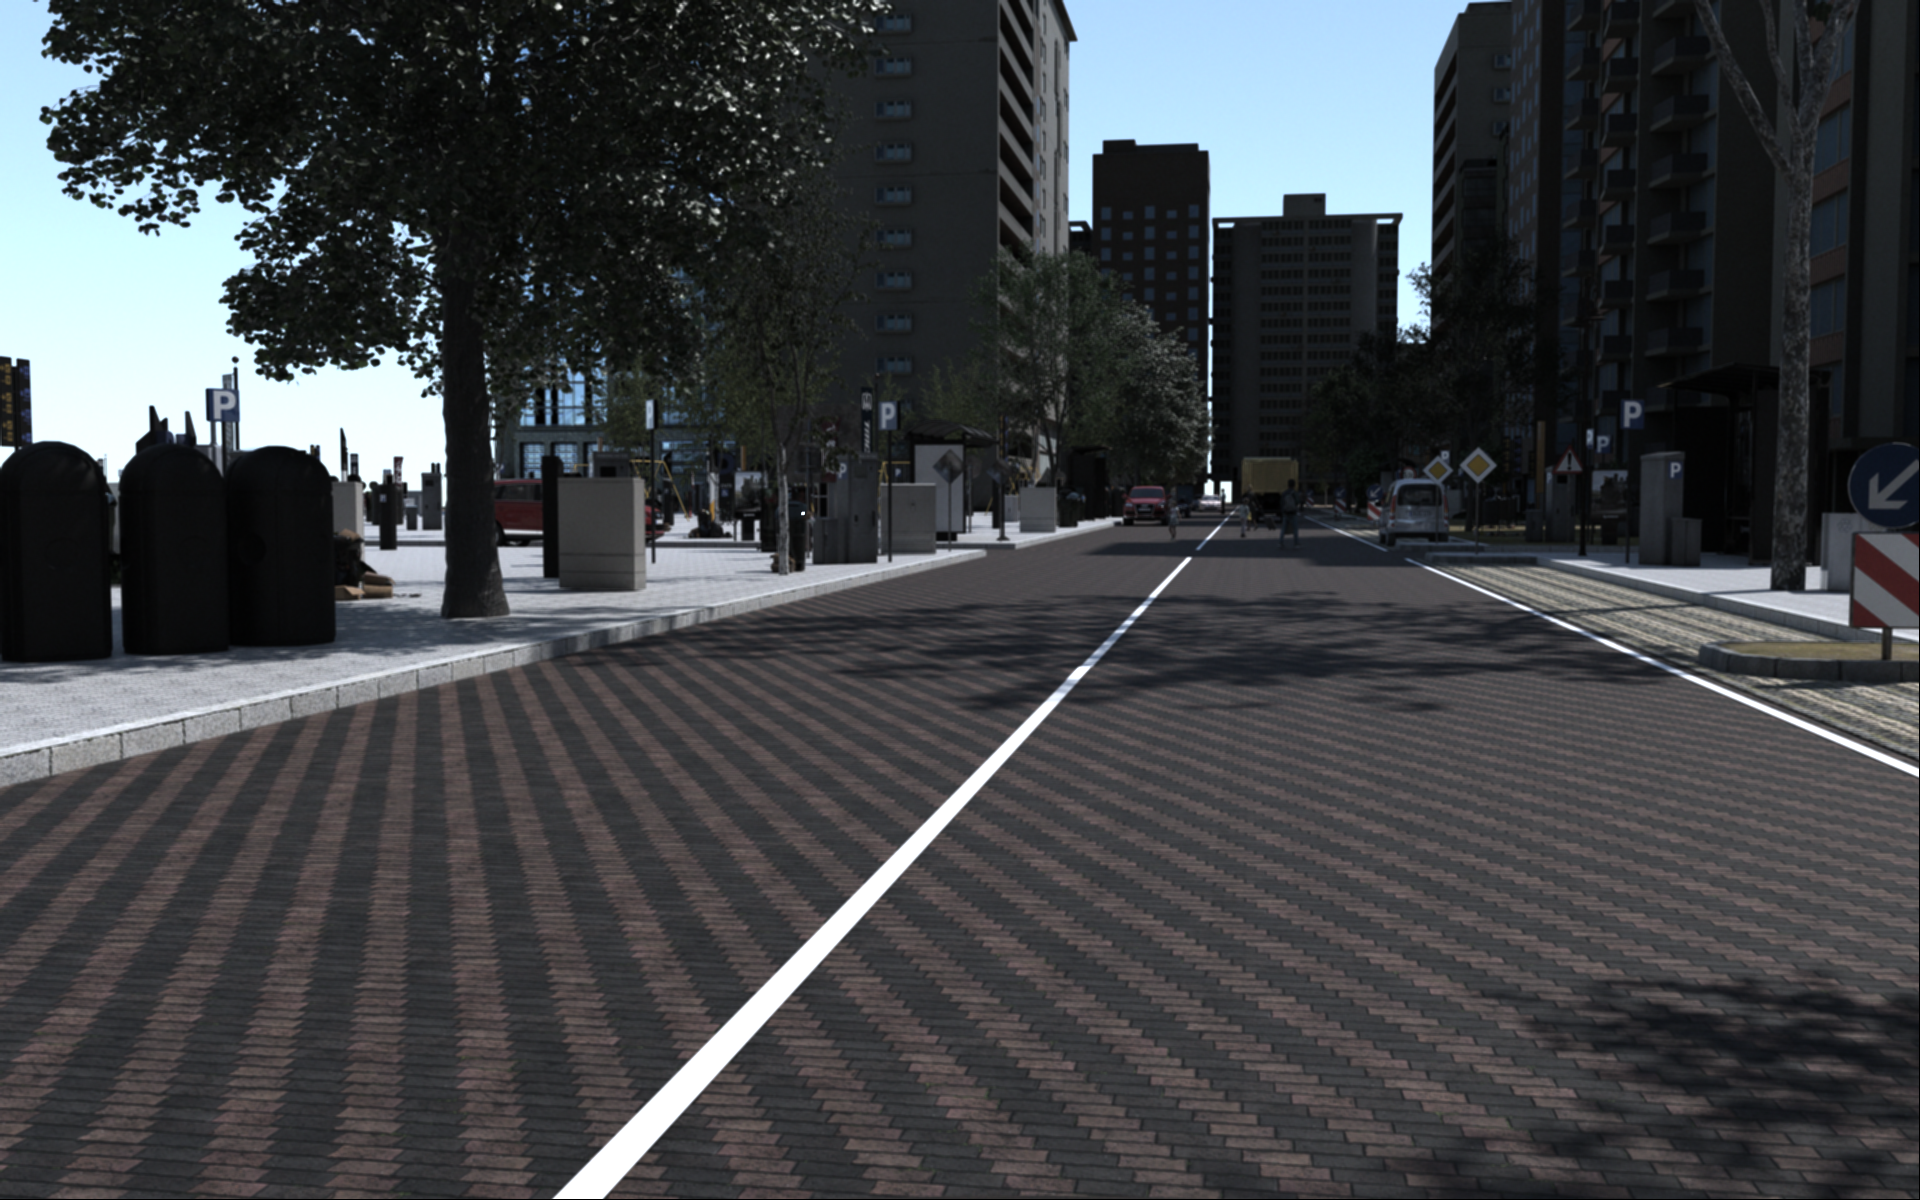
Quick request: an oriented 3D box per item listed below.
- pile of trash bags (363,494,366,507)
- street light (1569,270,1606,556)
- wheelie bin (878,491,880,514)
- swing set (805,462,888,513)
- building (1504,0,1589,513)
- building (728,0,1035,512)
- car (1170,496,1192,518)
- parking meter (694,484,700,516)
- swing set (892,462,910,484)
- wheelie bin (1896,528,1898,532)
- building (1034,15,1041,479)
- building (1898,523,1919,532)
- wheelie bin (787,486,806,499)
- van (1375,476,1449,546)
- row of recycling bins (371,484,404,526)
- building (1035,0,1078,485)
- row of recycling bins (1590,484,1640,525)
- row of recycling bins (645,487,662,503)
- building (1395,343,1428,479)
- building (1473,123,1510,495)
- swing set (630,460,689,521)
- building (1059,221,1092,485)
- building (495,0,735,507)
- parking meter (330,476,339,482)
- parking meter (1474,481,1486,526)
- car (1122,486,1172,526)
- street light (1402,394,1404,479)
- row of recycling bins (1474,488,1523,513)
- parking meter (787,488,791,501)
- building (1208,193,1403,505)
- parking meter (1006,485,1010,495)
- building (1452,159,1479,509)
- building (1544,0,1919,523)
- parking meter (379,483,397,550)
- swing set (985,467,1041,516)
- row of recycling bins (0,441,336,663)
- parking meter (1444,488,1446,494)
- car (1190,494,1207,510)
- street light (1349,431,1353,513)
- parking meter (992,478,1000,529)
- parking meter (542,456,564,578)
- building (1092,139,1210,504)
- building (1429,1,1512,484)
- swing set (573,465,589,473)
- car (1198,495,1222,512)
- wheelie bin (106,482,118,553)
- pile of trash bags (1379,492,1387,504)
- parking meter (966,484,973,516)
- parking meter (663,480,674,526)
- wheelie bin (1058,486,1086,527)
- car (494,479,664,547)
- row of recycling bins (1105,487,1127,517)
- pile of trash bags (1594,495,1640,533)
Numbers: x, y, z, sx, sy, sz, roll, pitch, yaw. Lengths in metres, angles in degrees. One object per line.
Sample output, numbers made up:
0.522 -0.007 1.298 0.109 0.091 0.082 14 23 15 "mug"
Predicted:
-35.773 -5.586 101.089 1.912 1.369 3.447 3 4 38 "pile of trash bags"
12.945 -3.857 35.842 0.468 5.910 1.993 1 4 9 "street light"
-4.876 -6.291 110.768 0.980 1.594 0.693 2 4 29 "wheelie bin"
-4.676 -3.846 60.509 3.119 2.851 2.862 2 4 29 "swing set"
46.955 -28.892 122.497 14.600 45.320 14.200 1 4 9 "building"
-6.106 -31.215 134.074 21.300 48.544 21.600 1 4 9 "building"
13.086 -5.653 105.014 1.945 1.354 3.894 1 4 9 "car"
-15.701 -5.976 103.413 0.255 1.863 0.399 -1 4 -16 "parking meter"
-2.495 -5.305 84.359 3.119 2.851 2.862 1 4 16 "swing set"
25.651 -2.457 48.088 0.693 1.594 0.980 -1 4 -21 "wheelie bin"
-0.714 -30.661 151.418 14.600 45.320 14.200 1 4 9 "building"
43.012 -24.758 59.422 28.867 44.769 22.147 1 4 9 "building"
-6.355 -3.700 68.395 0.980 1.594 0.693 -1 4 -11 "wheelie bin"
12.719 -2.546 48.640 2.013 2.044 4.112 1 4 9 "van"
-23.859 -3.989 72.331 1.069 1.692 3.534 -1 4 -10 "row of recycling bins"
-3.324 -35.823 174.944 27.495 52.752 28.713 1 4 9 "building"
28.185 -4.057 73.444 3.534 1.692 1.069 -2 4 -27 "row of recycling bins"
-20.639 -6.712 116.858 1.069 1.692 3.534 -1 4 -12 "row of recycling bins"
70.536 -22.986 220.868 28.899 21.520 27.650 1 4 9 "building"
49.208 -22.336 136.898 14.160 30.474 14.107 1 4 9 "building"
-14.594 -5.110 81.170 2.862 2.851 3.119 1 4 20 "swing set"
6.529 -33.091 232.925 23.993 40.220 32.217 1 4 9 "building"
-32.860 -53.106 180.952 31.000 86.520 22.319 1 4 9 "building"
-20.079 -3.048 55.549 0.255 1.863 0.399 0 4 -3 "parking meter"
20.793 -3.885 69.231 0.399 1.863 0.255 3 5 44 "parking meter"
8.637 -4.351 79.817 2.281 1.827 5.304 1 4 9 "car"
19.903 -6.425 77.839 0.468 5.910 1.993 1 4 9 "street light"
35.664 -6.616 115.286 3.534 1.692 1.069 0 4 -2 "row of recycling bins"
-6.788 -3.748 69.693 0.372 1.533 0.369 0 3 0 "parking meter"
44.812 -32.716 226.793 23.993 40.220 32.217 1 4 9 "building"
3.144 -6.618 113.915 0.255 1.863 0.399 0 4 -3 "parking meter"
50.158 -23.200 151.016 14.160 30.474 14.107 1 4 9 "building"
47.369 -27.223 99.715 22.147 44.769 28.867 1 4 9 "building"
-13.162 -1.922 39.833 0.372 1.533 0.369 0 3 0 "parking meter"
3.345 -6.385 102.014 2.862 2.851 3.119 -2 4 -30 "swing set"
-6.758 -0.414 13.885 1.069 1.692 3.534 3 5 45 "row of recycling bins"
18.306 -3.523 66.012 0.372 1.533 0.369 0 3 0 "parking meter"
21.369 -8.626 153.032 2.014 1.417 4.499 1 4 11 "car"
26.574 -8.867 117.763 0.468 5.910 1.993 1 4 9 "street light"
1.376 -3.573 64.131 0.255 1.863 0.399 1 4 23 "parking meter"
-6.240 -1.278 26.599 0.255 1.863 0.399 0 4 2 "parking meter"
24.555 -34.935 221.301 14.200 45.320 14.600 1 4 9 "building"
57.629 -33.262 167.536 21.300 48.544 21.600 1 4 9 "building"
-18.872 -5.754 91.697 3.119 2.851 2.862 0 4 6 "swing set"
20.108 -7.739 138.897 2.083 1.381 4.827 0 4 8 "car"
-15.872 -1.453 31.657 0.980 1.594 0.693 1 4 12 "wheelie bin"
23.240 -5.130 93.620 1.912 1.369 3.447 1 4 22 "pile of trash bags"
0.567 -5.816 100.802 0.399 1.863 0.255 3 5 43 "parking meter"
-11.782 -3.936 70.063 0.399 1.863 0.255 2 4 25 "parking meter"
4.165 -3.602 66.800 0.980 1.594 0.693 2 4 28 "wheelie bin"
-10.074 -2.131 43.519 5.304 1.827 2.281 0 4 8 "car"
7.477 -5.435 95.969 3.534 1.692 1.069 -1 4 -14 "row of recycling bins"
21.846 -2.810 55.698 1.912 1.369 3.447 -3 5 -42 "pile of trash bags"
